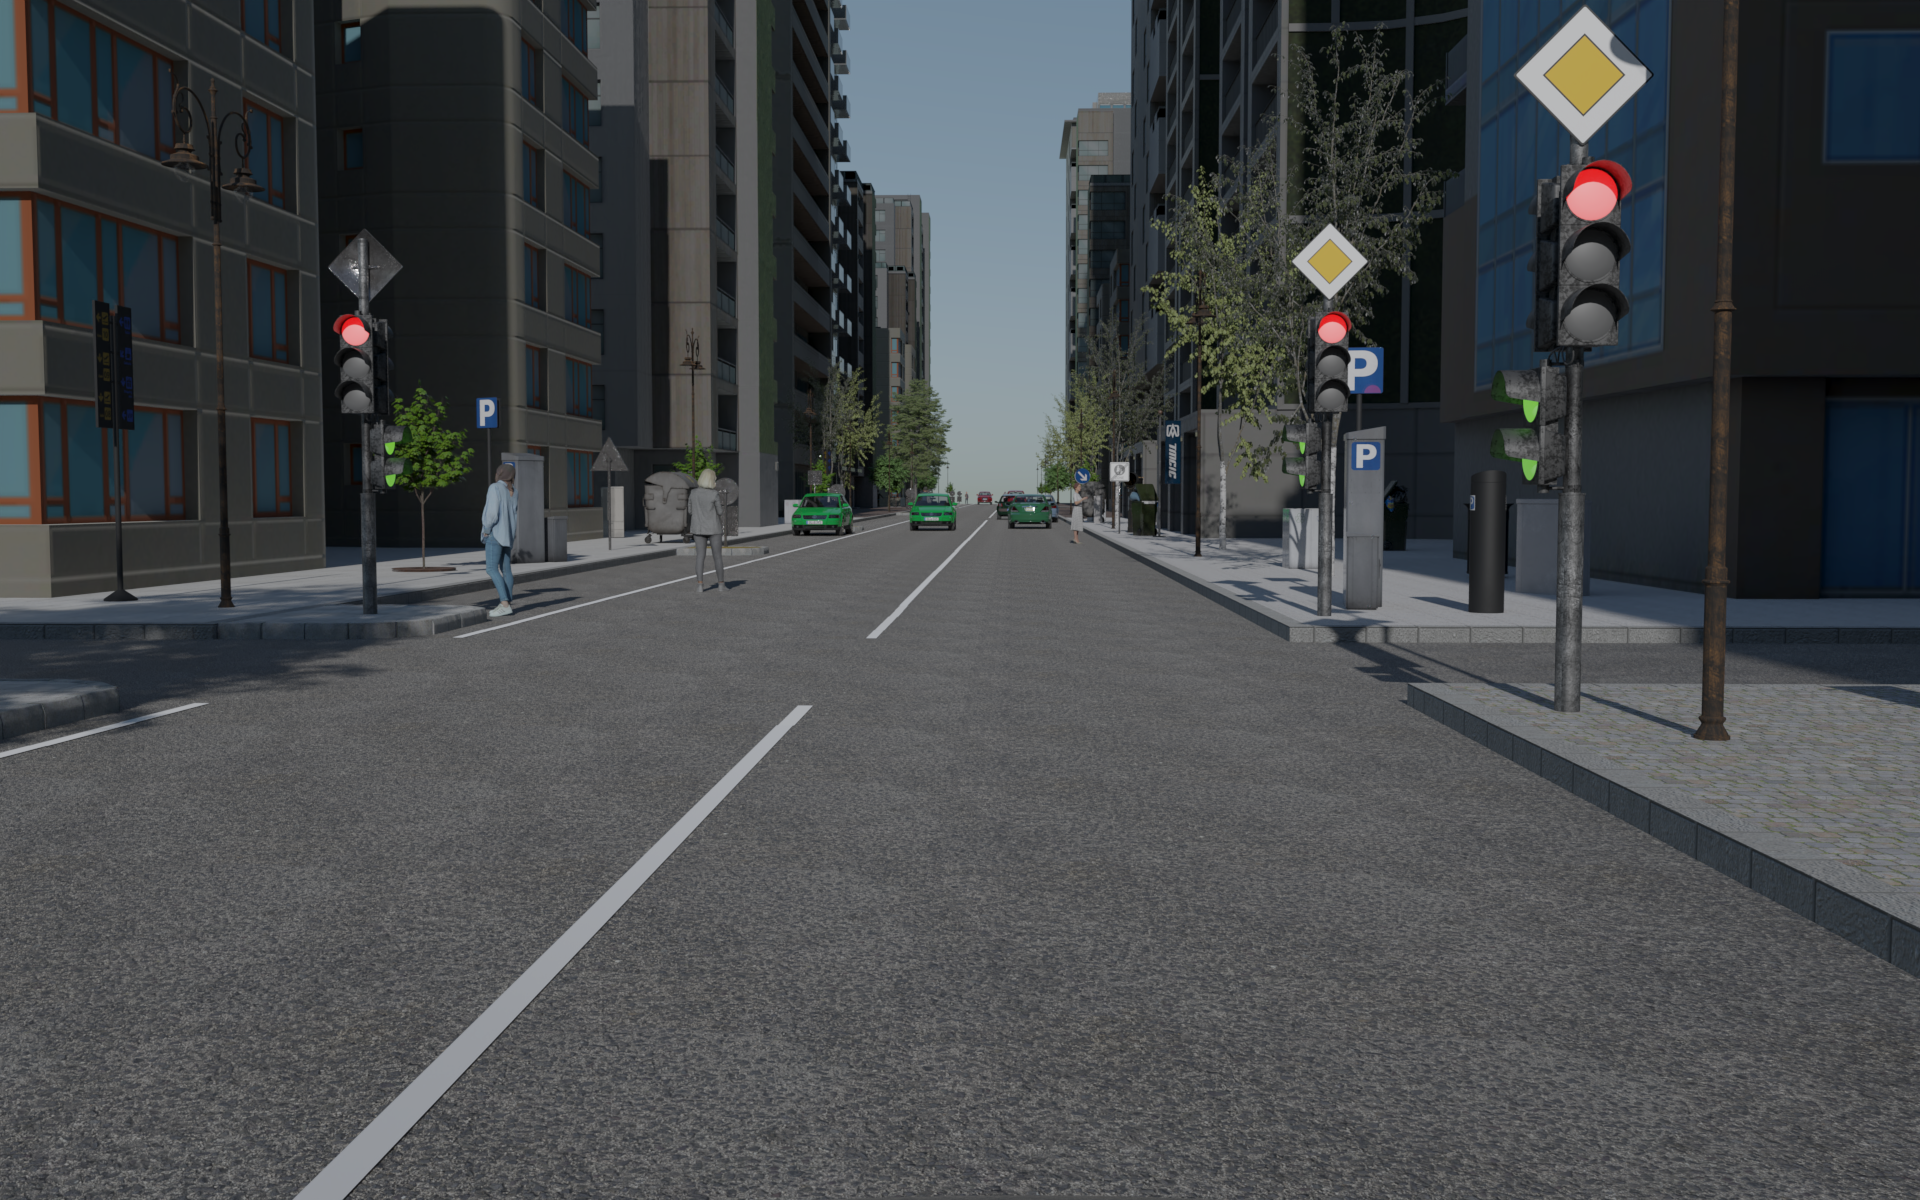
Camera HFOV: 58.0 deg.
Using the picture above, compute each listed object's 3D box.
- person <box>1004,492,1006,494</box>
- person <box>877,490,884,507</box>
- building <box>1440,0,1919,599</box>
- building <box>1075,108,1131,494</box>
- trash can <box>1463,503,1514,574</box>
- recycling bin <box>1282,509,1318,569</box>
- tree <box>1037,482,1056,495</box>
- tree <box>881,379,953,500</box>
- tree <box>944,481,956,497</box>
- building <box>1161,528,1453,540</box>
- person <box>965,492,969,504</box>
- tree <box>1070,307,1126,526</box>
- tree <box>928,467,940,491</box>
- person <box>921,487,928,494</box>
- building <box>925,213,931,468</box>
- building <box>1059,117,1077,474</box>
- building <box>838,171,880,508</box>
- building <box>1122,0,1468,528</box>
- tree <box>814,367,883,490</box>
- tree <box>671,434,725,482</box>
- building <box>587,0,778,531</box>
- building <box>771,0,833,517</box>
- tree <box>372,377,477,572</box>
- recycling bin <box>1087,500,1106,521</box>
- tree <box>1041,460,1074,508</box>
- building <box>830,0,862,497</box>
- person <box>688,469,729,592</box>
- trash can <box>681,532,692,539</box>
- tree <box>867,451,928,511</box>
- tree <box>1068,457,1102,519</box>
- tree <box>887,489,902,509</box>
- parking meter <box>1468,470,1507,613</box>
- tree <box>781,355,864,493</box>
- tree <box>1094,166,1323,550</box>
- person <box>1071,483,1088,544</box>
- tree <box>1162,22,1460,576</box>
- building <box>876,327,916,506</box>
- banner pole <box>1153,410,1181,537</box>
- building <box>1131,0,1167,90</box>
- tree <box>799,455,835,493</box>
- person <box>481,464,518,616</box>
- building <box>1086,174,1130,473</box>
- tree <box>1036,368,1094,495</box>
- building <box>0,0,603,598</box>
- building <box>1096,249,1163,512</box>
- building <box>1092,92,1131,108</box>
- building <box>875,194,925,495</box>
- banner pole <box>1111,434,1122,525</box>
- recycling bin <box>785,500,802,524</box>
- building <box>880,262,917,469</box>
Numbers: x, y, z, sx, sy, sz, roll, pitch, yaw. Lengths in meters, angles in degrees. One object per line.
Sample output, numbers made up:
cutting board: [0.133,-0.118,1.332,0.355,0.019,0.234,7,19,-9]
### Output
person: [5.752,-13.013,221.925,0.551,1.740,0.621,-2,4,-26]
person: [-8.250,-10.117,173.548,1.348,1.869,0.705,-1,4,-23]
building: [16.374,-22.996,26.103,14.200,45.320,14.600,0,4,2]
building: [19.432,-30.771,186.702,14.154,41.232,14.086,0,4,2]
trash can: [8.095,-0.912,26.560,0.748,1.137,0.748,0,3,0]
recycling bin: [6.007,-1.068,30.013,0.722,1.027,0.722,0,4,0]
tree: [12.010,-14.701,234.956,1.663,3.219,1.824,0,3,0]
tree: [-4.007,-15.413,170.134,7.486,12.596,7.792,0,3,0]
tree: [-1.290,-15.669,250.789,1.663,3.219,1.824,0,3,0]
building: [17.268,-37.558,52.323,20.563,71.187,20.611,0,4,2]
person: [0.965,-14.064,238.983,0.617,1.759,0.750,-1,4,-16]
tree: [6.513,-7.256,68.995,4.360,8.622,3.978,0,3,0]
tree: [-3.731,-12.675,190.944,4.285,4.588,4.351,0,3,0]
person: [-1.685,-4.528,82.874,0.623,1.781,0.721,-2,4,-27]
building: [-11.468,-34.324,244.790,14.154,41.232,14.086,0,4,2]
building: [28.281,-39.664,237.739,28.713,52.752,27.495,0,4,2]
building: [-14.973,-23.407,154.408,14.160,30.474,14.107,0,4,2]
building: [18.683,-39.325,81.209,20.563,71.187,20.611,0,4,2]
tree: [-6.503,-9.074,98.727,4.737,8.622,4.395,0,3,0]
tree: [-8.592,-3.759,56.059,1.663,3.219,1.824,0,3,0]
building: [-14.777,-23.273,64.109,14.154,41.232,14.086,0,4,2]
building: [-19.535,-29.434,104.948,21.300,48.544,21.600,0,4,2]
tree: [-9.034,-2.087,28.717,1.663,3.219,1.824,0,3,0]
recycling bin: [6.509,-4.286,82.636,0.722,1.027,0.722,-1,4,-15]
tree: [9.031,-10.791,160.145,4.285,4.588,4.351,0,3,0]
building: [-20.127,-31.323,131.747,23.786,49.044,30.456,0,4,2]
person: [-3.722,-1.027,25.467,0.537,1.800,0.526,1,4,22]
trash can: [-7.768,-2.350,50.078,0.748,1.137,0.748,0,3,0]
tree: [-5.377,-9.019,131.168,4.285,4.588,4.351,0,3,0]
tree: [6.451,-5.857,90.368,1.663,3.219,1.824,0,3,0]
tree: [-5.398,-9.404,148.352,1.663,3.219,1.824,0,3,0]
parking meter: [5.705,-0.631,18.734,0.372,1.533,0.369,0,3,0]
tree: [-7.132,-8.586,90.743,4.360,8.622,3.978,0,3,0]
tree: [6.272,-5.456,39.560,4.737,8.622,4.395,0,3,0]
person: [3.467,-2.503,49.987,0.524,1.755,0.480,1,4,17]
tree: [5.606,-4.689,27.035,4.360,8.622,3.978,0,3,0]
building: [-19.614,-21.415,195.181,27.650,21.520,28.899,0,4,2]
banner pole: [6.205,-3.780,51.818,0.863,3.779,0.401,0,4,-2]
building: [24.869,-31.682,107.241,28.713,52.752,27.495,0,4,2]
tree: [-6.787,-5.508,84.654,1.663,3.219,1.824,0,3,0]
person: [-5.431,-0.720,20.539,0.793,1.790,0.793,-1,4,-16]
building: [18.592,-23.682,158.898,14.160,30.474,14.107,0,4,2]
tree: [7.431,-9.160,100.123,4.737,8.622,4.395,0,3,0]
building: [-24.597,-11.652,35.557,27.650,21.520,28.899,0,4,2]
building: [25.287,-17.817,136.339,27.650,21.520,28.899,0,4,2]
building: [25.490,-36.047,208.980,23.786,49.044,30.456,0,4,2]
building: [-12.421,-33.437,230.285,14.154,41.232,14.086,0,4,2]
banner pole: [6.559,-4.999,71.750,0.401,3.779,0.863,2,4,30]
recycling bin: [-6.993,-3.747,73.824,0.722,1.027,0.722,2,4,32]
building: [-12.775,-27.198,216.394,14.160,30.474,14.107,0,4,2]
